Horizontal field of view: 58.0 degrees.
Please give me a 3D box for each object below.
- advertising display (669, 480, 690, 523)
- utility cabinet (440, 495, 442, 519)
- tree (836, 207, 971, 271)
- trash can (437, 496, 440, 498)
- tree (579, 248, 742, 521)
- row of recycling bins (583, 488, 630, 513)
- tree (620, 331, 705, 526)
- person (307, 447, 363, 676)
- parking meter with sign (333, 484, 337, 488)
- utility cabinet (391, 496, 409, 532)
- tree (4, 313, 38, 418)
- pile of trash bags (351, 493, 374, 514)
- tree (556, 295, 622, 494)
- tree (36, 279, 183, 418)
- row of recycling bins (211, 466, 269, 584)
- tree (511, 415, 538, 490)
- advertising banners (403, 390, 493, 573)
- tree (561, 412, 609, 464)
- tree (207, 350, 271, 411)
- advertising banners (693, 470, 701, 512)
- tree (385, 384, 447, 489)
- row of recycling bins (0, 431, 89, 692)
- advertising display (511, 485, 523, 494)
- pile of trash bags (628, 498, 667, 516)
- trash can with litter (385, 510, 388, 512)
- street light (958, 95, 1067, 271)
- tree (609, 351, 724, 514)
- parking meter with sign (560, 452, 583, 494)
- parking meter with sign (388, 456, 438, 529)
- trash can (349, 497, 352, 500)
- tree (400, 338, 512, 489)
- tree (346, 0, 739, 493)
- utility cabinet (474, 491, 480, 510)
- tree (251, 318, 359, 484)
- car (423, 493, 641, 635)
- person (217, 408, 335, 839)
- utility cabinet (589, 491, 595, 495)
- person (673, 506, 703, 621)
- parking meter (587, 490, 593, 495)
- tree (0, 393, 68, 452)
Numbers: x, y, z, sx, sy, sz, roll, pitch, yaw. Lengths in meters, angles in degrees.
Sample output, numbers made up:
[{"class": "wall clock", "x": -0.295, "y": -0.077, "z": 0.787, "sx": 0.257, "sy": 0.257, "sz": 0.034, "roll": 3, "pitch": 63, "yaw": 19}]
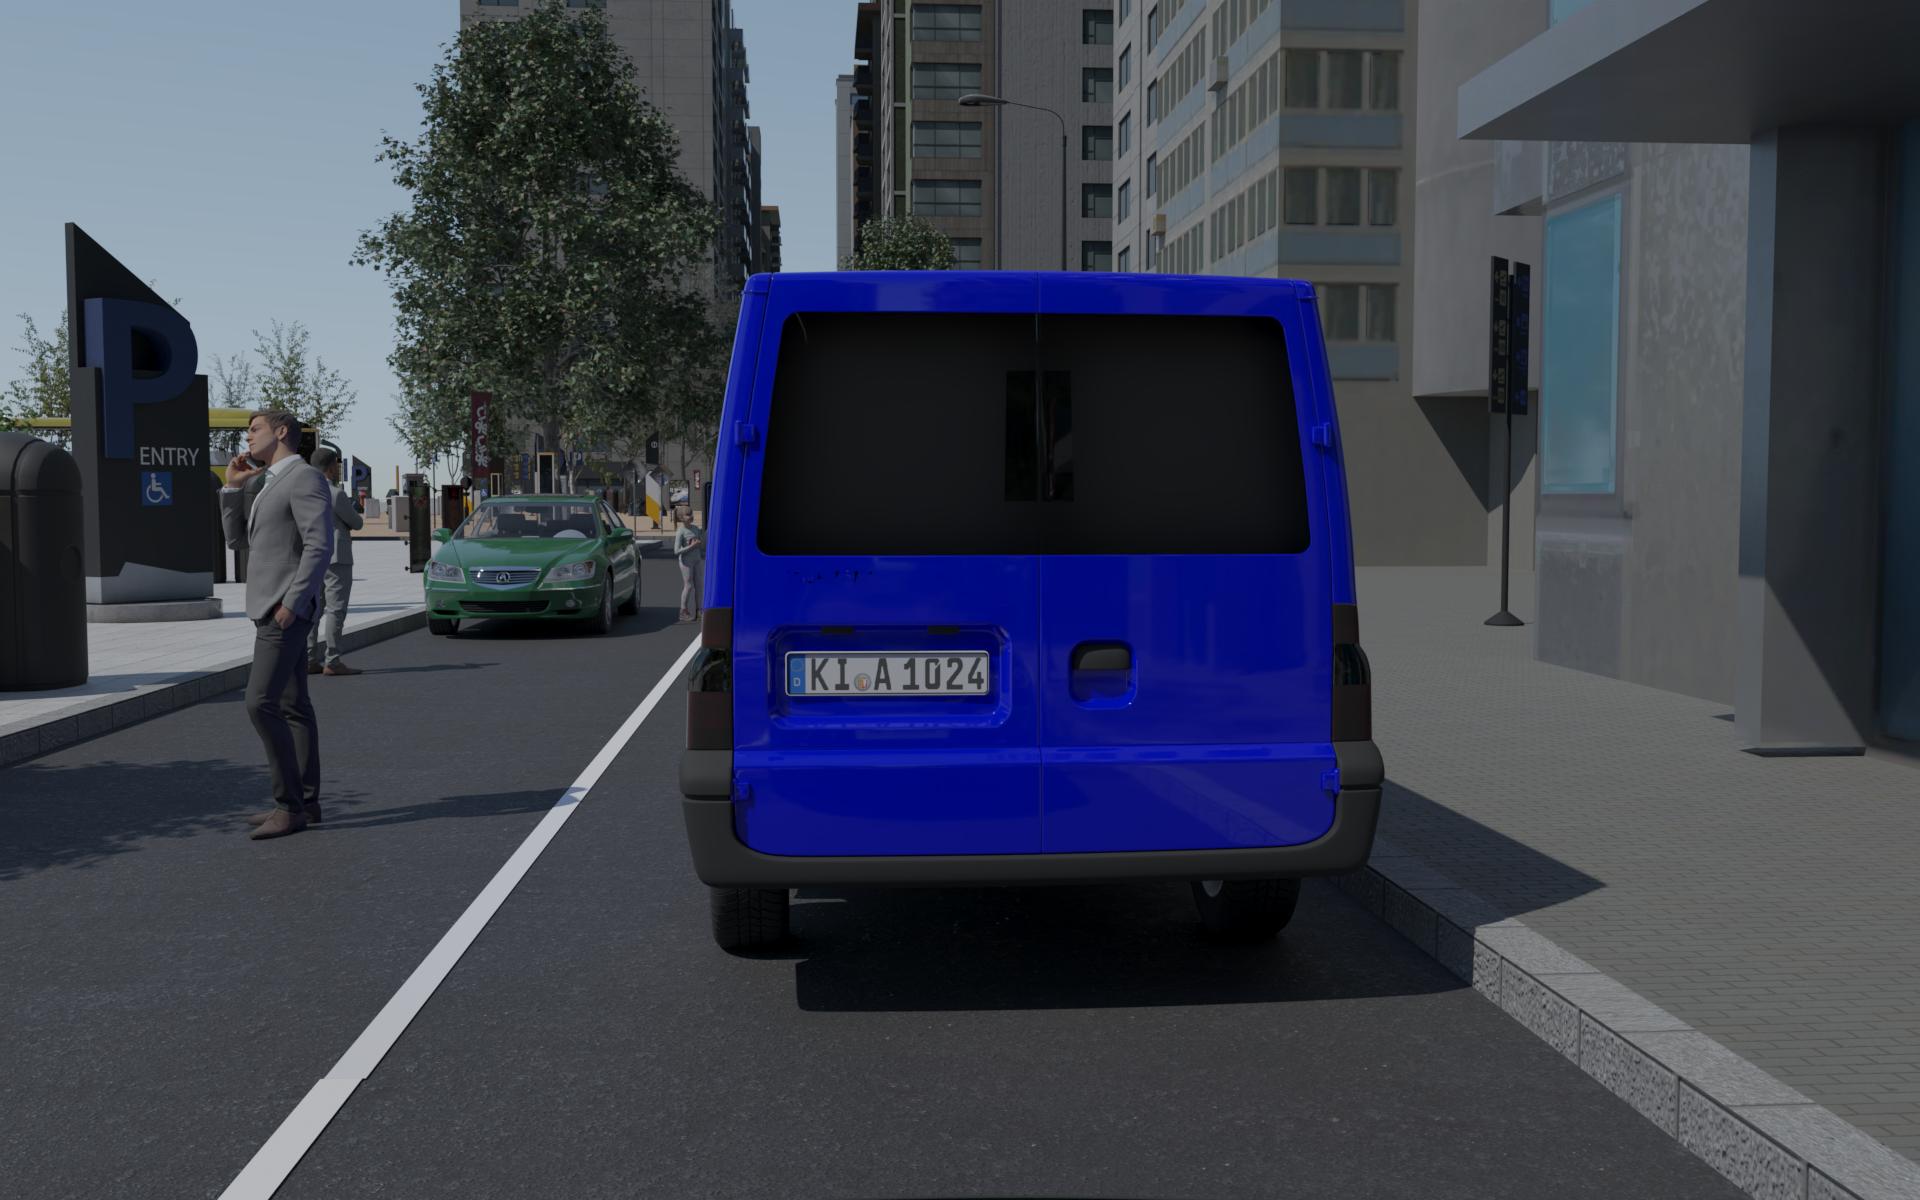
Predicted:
[{"class": "advertising display", "x": -12.603, "y": -4.442, "z": 77.837, "sx": 0.974, "sy": 1.923, "sz": 0.123, "roll": 1, "pitch": 4, "yaw": 19}, {"class": "utility cabinet", "x": -26.295, "y": -4.786, "z": 89.408, "sx": 1.020, "sy": 1.237, "sz": 0.306, "roll": -2, "pitch": 4, "yaw": -24}, {"class": "tree", "x": -2.166, "y": -9.326, "z": 69.490, "sx": 9.611, "sy": 12.733, "sz": 9.660, "roll": 0, "pitch": 3, "yaw": 0}, {"class": "trash can", "x": -36.370, "y": -6.731, "z": 121.702, "sx": 0.748, "sy": 1.137, "sz": 0.748, "roll": 0, "pitch": 3, "yaw": 0}, {"class": "tree", "x": -13.314, "y": -10.601, "z": 83.692, "sx": 12.009, "sy": 13.543, "sz": 11.850, "roll": 0, "pitch": 3, "yaw": 0}, {"class": "row of recycling bins", "x": -24.265, "y": -6.841, "z": 118.958, "sx": 3.534, "sy": 1.692, "sz": 1.069, "roll": 1, "pitch": 4, "yaw": 17}, {"class": "tree", "x": -12.160, "y": -7.251, "z": 68.921, "sx": 4.360, "sy": 8.622, "sz": 3.978, "roll": 0, "pitch": 3, "yaw": 0}, {"class": "person", "x": -4.979, "y": -0.313, "z": 13.796, "sx": 0.511, "sy": 1.800, "sz": 0.466, "roll": 1, "pitch": 4, "yaw": 19}, {"class": "parking meter with sign", "x": -35.426, "y": -6.199, "z": 97.606, "sx": 0.543, "sy": 3.016, "sz": 1.738, "roll": 1, "pitch": 4, "yaw": 11}, {"class": "utility cabinet", "x": -18.655, "y": -2.896, "z": 58.508, "sx": 0.306, "sy": 1.237, "sz": 1.020, "roll": 3, "pitch": 5, "yaw": 43}, {"class": "tree", "x": -36.161, "y": -7.469, "z": 72.473, "sx": 4.737, "sy": 8.622, "sz": 4.395, "roll": 0, "pitch": 3, "yaw": 0}, {"class": "pile of trash bags", "x": -39.168, "y": -6.356, "z": 113.669, "sx": 1.912, "sy": 1.369, "sz": 3.447, "roll": -1, "pitch": 4, "yaw": -20}, {"class": "tree", "x": -12.996, "y": -6.584, "z": 58.014, "sx": 4.737, "sy": 8.622, "sz": 4.395, "roll": 0, "pitch": 3, "yaw": 0}, {"class": "tree", "x": -28.427, "y": -6.656, "z": 59.181, "sx": 4.737, "sy": 8.622, "sz": 4.395, "roll": 0, "pitch": 3, "yaw": 0}, {"class": "row of recycling bins", "x": -11.419, "y": -1.076, "z": 24.705, "sx": 3.534, "sy": 1.692, "sz": 1.069, "roll": -1, "pitch": 4, "yaw": -21}, {"class": "tree", "x": -27.622, "y": -9.436, "z": 104.641, "sx": 4.360, "sy": 8.622, "sz": 3.978, "roll": 0, "pitch": 3, "yaw": 0}, {"class": "advertising banners", "x": -8.463, "y": -1.994, "z": 28.794, "sx": 0.090, "sy": 3.025, "sz": 2.074, "roll": 2, "pitch": 4, "yaw": 27}, {"class": "tree", "x": -21.928, "y": -10.894, "z": 112.529, "sx": 8.767, "sy": 10.594, "sz": 7.601, "roll": 0, "pitch": 4, "yaw": -2}, {"class": "tree", "x": -37.197, "y": -8.415, "z": 87.941, "sx": 4.360, "sy": 8.622, "sz": 3.978, "roll": 0, "pitch": 3, "yaw": 0}, {"class": "advertising banners", "x": -18.286, "y": -7.902, "z": 125.381, "sx": 2.074, "sy": 3.025, "sz": 0.090, "roll": 0, "pitch": 4, "yaw": 1}, {"class": "tree", "x": -33.947, "y": -9.718, "z": 109.254, "sx": 4.737, "sy": 8.622, "sz": 4.395, "roll": 0, "pitch": 3, "yaw": 0}, {"class": "row of recycling bins", "x": -7.005, "y": -0.199, "z": 10.366, "sx": 1.069, "sy": 1.692, "sz": 3.534, "roll": 2, "pitch": 4, "yaw": 33}, {"class": "advertising display", "x": -30.828, "y": -7.058, "z": 120.618, "sx": 0.974, "sy": 1.923, "sz": 0.123, "roll": 2, "pitch": 4, "yaw": 25}, {"class": "pile of trash bags", "x": -17.471, "y": -5.545, "z": 100.412, "sx": 3.447, "sy": 1.369, "sz": 1.912, "roll": -1, "pitch": 4, "yaw": -19}, {"class": "trash can with litter", "x": -38.897, "y": -6.570, "z": 118.804, "sx": 0.624, "sy": 1.170, "sz": 1.055, "roll": 3, "pitch": 4, "yaw": 38}, {"class": "street light", "x": 0.681, "y": -2.925, "z": 20.359, "sx": 1.470, "sy": 5.913, "sz": 1.316, "roll": 0, "pitch": 4, "yaw": -5}, {"class": "tree", "x": -14.171, "y": -10.123, "z": 99.917, "sx": 8.767, "sy": 10.594, "sz": 7.601, "roll": 2, "pitch": 4, "yaw": 26}, {"class": "parking meter with sign", "x": -16.282, "y": -4.619, "z": 71.775, "sx": 0.543, "sy": 3.016, "sz": 1.738, "roll": -3, "pitch": 5, "yaw": -40}, {"class": "parking meter with sign", "x": -20.284, "y": -4.154, "z": 64.173, "sx": 1.738, "sy": 3.016, "sz": 0.543, "roll": -3, "pitch": 4, "yaw": -39}, {"class": "trash can", "x": -30.931, "y": -4.614, "z": 87.093, "sx": 0.748, "sy": 1.137, "sz": 0.748, "roll": 0, "pitch": 3, "yaw": 0}, {"class": "tree", "x": -22.022, "y": -7.623, "z": 74.995, "sx": 4.360, "sy": 8.622, "sz": 3.978, "roll": 0, "pitch": 3, "yaw": 0}, {"class": "tree", "x": -9.348, "y": -7.491, "z": 39.488, "sx": 9.611, "sy": 12.733, "sz": 9.660, "roll": 0, "pitch": 3, "yaw": 0}, {"class": "utility cabinet", "x": -29.791, "y": -6.082, "z": 108.112, "sx": 1.173, "sy": 1.500, "sz": 0.318, "roll": 2, "pitch": 4, "yaw": 28}, {"class": "tree", "x": -27.702, "y": -7.475, "z": 72.575, "sx": 4.737, "sy": 8.622, "sz": 4.395, "roll": 0, "pitch": 3, "yaw": 0}, {"class": "car", "x": -4.629, "y": -0.455, "z": 19.229, "sx": 2.131, "sy": 1.459, "sz": 4.920, "roll": 0, "pitch": 4, "yaw": -4}, {"class": "person", "x": -2.921, "y": 0.077, "z": 7.415, "sx": 0.473, "sy": 1.802, "sz": 0.592, "roll": -1, "pitch": 4, "yaw": -19}, {"class": "utility cabinet", "x": -22.809, "y": -6.033, "z": 107.322, "sx": 0.318, "sy": 1.500, "sz": 1.173, "roll": 0, "pitch": 4, "yaw": -8}, {"class": "person", "x": -3.023, "y": -0.416, "z": 19.588, "sx": 0.394, "sy": 1.301, "sz": 0.425, "roll": 1, "pitch": 4, "yaw": 20}, {"class": "parking meter", "x": -24.943, "y": -6.624, "z": 116.717, "sx": 0.372, "sy": 1.533, "sz": 0.369, "roll": 0, "pitch": 3, "yaw": 0}, {"class": "tree", "x": -18.367, "y": -2.365, "z": 33.271, "sx": 1.663, "sy": 3.219, "sz": 1.824, "roll": 0, "pitch": 3, "yaw": 0}]
